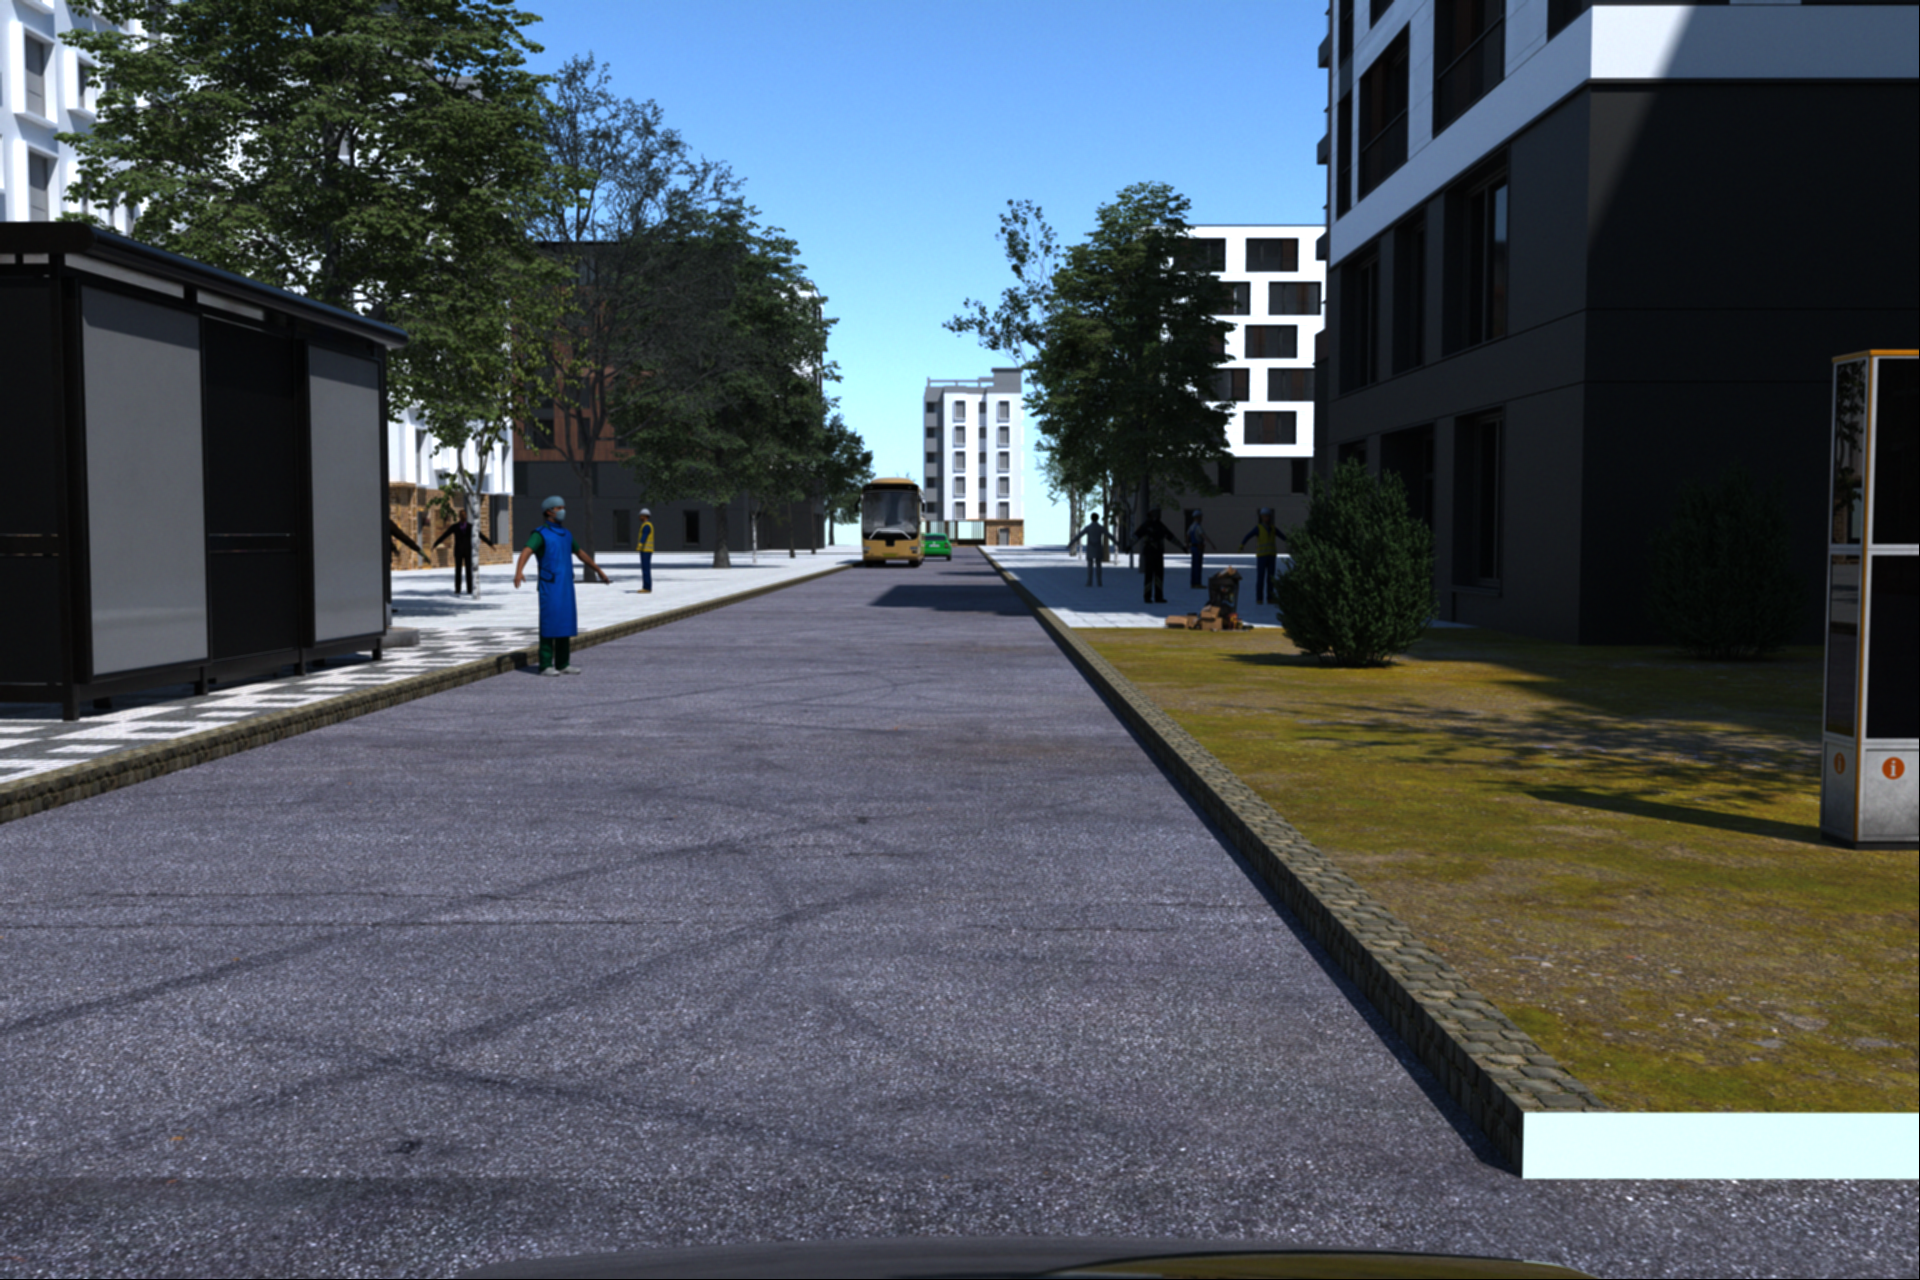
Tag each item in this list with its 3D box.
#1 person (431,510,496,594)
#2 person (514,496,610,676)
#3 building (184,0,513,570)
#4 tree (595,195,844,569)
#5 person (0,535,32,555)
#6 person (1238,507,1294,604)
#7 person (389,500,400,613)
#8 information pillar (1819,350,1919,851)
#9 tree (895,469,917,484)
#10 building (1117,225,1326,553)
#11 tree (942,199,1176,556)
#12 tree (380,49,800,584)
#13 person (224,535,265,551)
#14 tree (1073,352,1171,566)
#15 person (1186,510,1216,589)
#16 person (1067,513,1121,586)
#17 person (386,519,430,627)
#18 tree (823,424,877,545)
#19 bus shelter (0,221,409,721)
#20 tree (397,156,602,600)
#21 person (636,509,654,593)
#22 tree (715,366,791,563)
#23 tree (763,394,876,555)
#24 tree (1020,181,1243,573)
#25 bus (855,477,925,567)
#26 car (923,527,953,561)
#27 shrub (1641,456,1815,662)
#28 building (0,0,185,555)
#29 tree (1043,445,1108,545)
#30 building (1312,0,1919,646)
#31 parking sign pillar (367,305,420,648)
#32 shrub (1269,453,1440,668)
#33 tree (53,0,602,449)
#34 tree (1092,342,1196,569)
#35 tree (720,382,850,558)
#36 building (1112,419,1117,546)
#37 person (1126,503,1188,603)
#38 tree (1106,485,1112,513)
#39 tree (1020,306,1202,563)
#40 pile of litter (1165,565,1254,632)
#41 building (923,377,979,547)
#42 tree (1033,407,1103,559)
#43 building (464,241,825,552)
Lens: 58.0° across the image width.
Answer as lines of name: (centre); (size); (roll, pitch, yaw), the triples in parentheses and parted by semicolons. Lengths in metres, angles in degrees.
person: (-10.681, -1.898, 37.251); (1.346, 1.802, 0.704); (-1, 4, -20)
person: (-4.088, -0.551, 17.595); (0.704, 1.817, 1.347); (2, 4, 29)
building: (-24.394, -12.590, 62.272); (16.016, 20.090, 11.380); (0, 4, -1)
tree: (-8.951, -9.624, 64.004); (9.857, 13.997, 8.962); (0, 3, 0)
person: (-12.274, -0.982, 22.185); (1.348, 1.813, 0.705); (2, 4, 35)
person: (5.646, -1.547, 31.763); (1.216, 1.772, 0.721); (-1, 4, -16)
person: (-9.384, -1.365, 28.247); (0.705, 1.837, 1.347); (0, 4, -7)
information pillar: (3.770, -0.159, 7.098); (0.304, 2.012, 0.304); (0, 3, 0)
tree: (-6.005, -14.954, 194.853); (4.360, 8.622, 3.978); (0, 3, 0)
building: (25.633, -17.551, 130.930); (27.936, 21.610, 32.646); (0, 3, 0)
tree: (5.132, -14.921, 99.853); (12.611, 20.169, 13.585); (0, 3, 0)
tree: (-9.782, -8.231, 44.941); (12.009, 13.543, 11.850); (0, 3, 0)
person: (-15.171, -1.823, 36.602); (0.721, 1.733, 1.217); (1, 4, 21)
tree: (6.135, -7.334, 70.272); (4.360, 8.622, 3.978); (0, 3, 0)
person: (5.611, -2.136, 40.785); (0.705, 1.847, 1.347); (-1, 4, -21)
person: (3.293, -2.221, 42.493); (1.347, 1.806, 0.705); (0, 4, -6)
person: (-7.277, -0.942, 21.537); (1.346, 1.812, 0.704); (-3, 4, -37)
tree: (-14.381, -17.628, 194.868); (9.857, 13.997, 8.962); (0, 3, 0)
bus shelter: (-6.811, -2.175, 13.186); (2.179, 5.291, 8.768); (0, 4, 2)
tree: (-9.363, -5.104, 33.812); (4.737, 8.622, 4.395); (0, 3, 0)
person: (-6.894, -1.948, 37.812); (0.705, 1.833, 1.349); (0, 4, -5)
tree: (-8.939, -7.658, 75.575); (4.360, 8.622, 3.978); (0, 3, 0)
tree: (-9.077, -10.661, 108.712); (8.767, 10.594, 7.601); (1, 4, 14)
tree: (5.694, -8.465, 56.528); (7.486, 12.596, 7.792); (0, 3, 0)
bus: (-2.933, -5.294, 78.110); (2.896, 3.916, 12.252); (0, 4, 0)
car: (-1.350, -5.198, 93.782); (1.959, 1.807, 4.718); (0, 4, 0)
shrub: (7.824, -0.832, 17.639); (1.661, 2.075, 1.752); (0, 3, 0)
building: (-27.600, -11.096, 37.837); (16.016, 20.090, 11.380); (0, 4, 0)
tree: (13.687, -16.852, 201.282); (9.928, 11.665, 9.643); (0, 3, 0)
building: (21.082, -11.710, 35.432); (27.936, 21.610, 32.646); (0, 4, 0)
parking sign pillar: (-6.971, -1.918, 19.828); (1.447, 3.967, 1.447); (0, 4, 2)
shrub: (3.842, -0.785, 16.873); (1.661, 2.075, 1.752); (0, 3, 0)
tree: (-9.135, -6.579, 25.690); (7.486, 12.596, 7.792); (0, 3, 0)
tree: (6.495, -6.958, 64.128); (4.737, 8.622, 4.395); (0, 3, 0)
tree: (-9.293, -9.660, 92.355); (7.601, 10.594, 8.767); (0, 4, 3)
building: (24.574, -18.436, 167.879); (16.747, 18.905, 31.486); (0, 3, 0)
person: (3.633, -1.620, 32.274); (1.354, 1.856, 0.705); (-2, 4, -27)
tree: (18.197, -14.932, 194.492); (4.737, 8.622, 4.395); (0, 3, 0)
tree: (6.753, -9.308, 77.936); (9.928, 11.665, 9.643); (0, 3, 0)
pile of litter: (3.376, -0.587, 23.561); (1.176, 0.858, 1.719); (0, 3, 0)
building: (-3.909, -20.920, 200.915); (11.380, 20.090, 16.016); (0, 4, 0)
tree: (6.327, -8.386, 87.481); (4.360, 8.622, 3.978); (0, 3, 0)
building: (-25.812, -17.947, 137.402); (27.936, 21.610, 32.646); (0, 4, 0)
